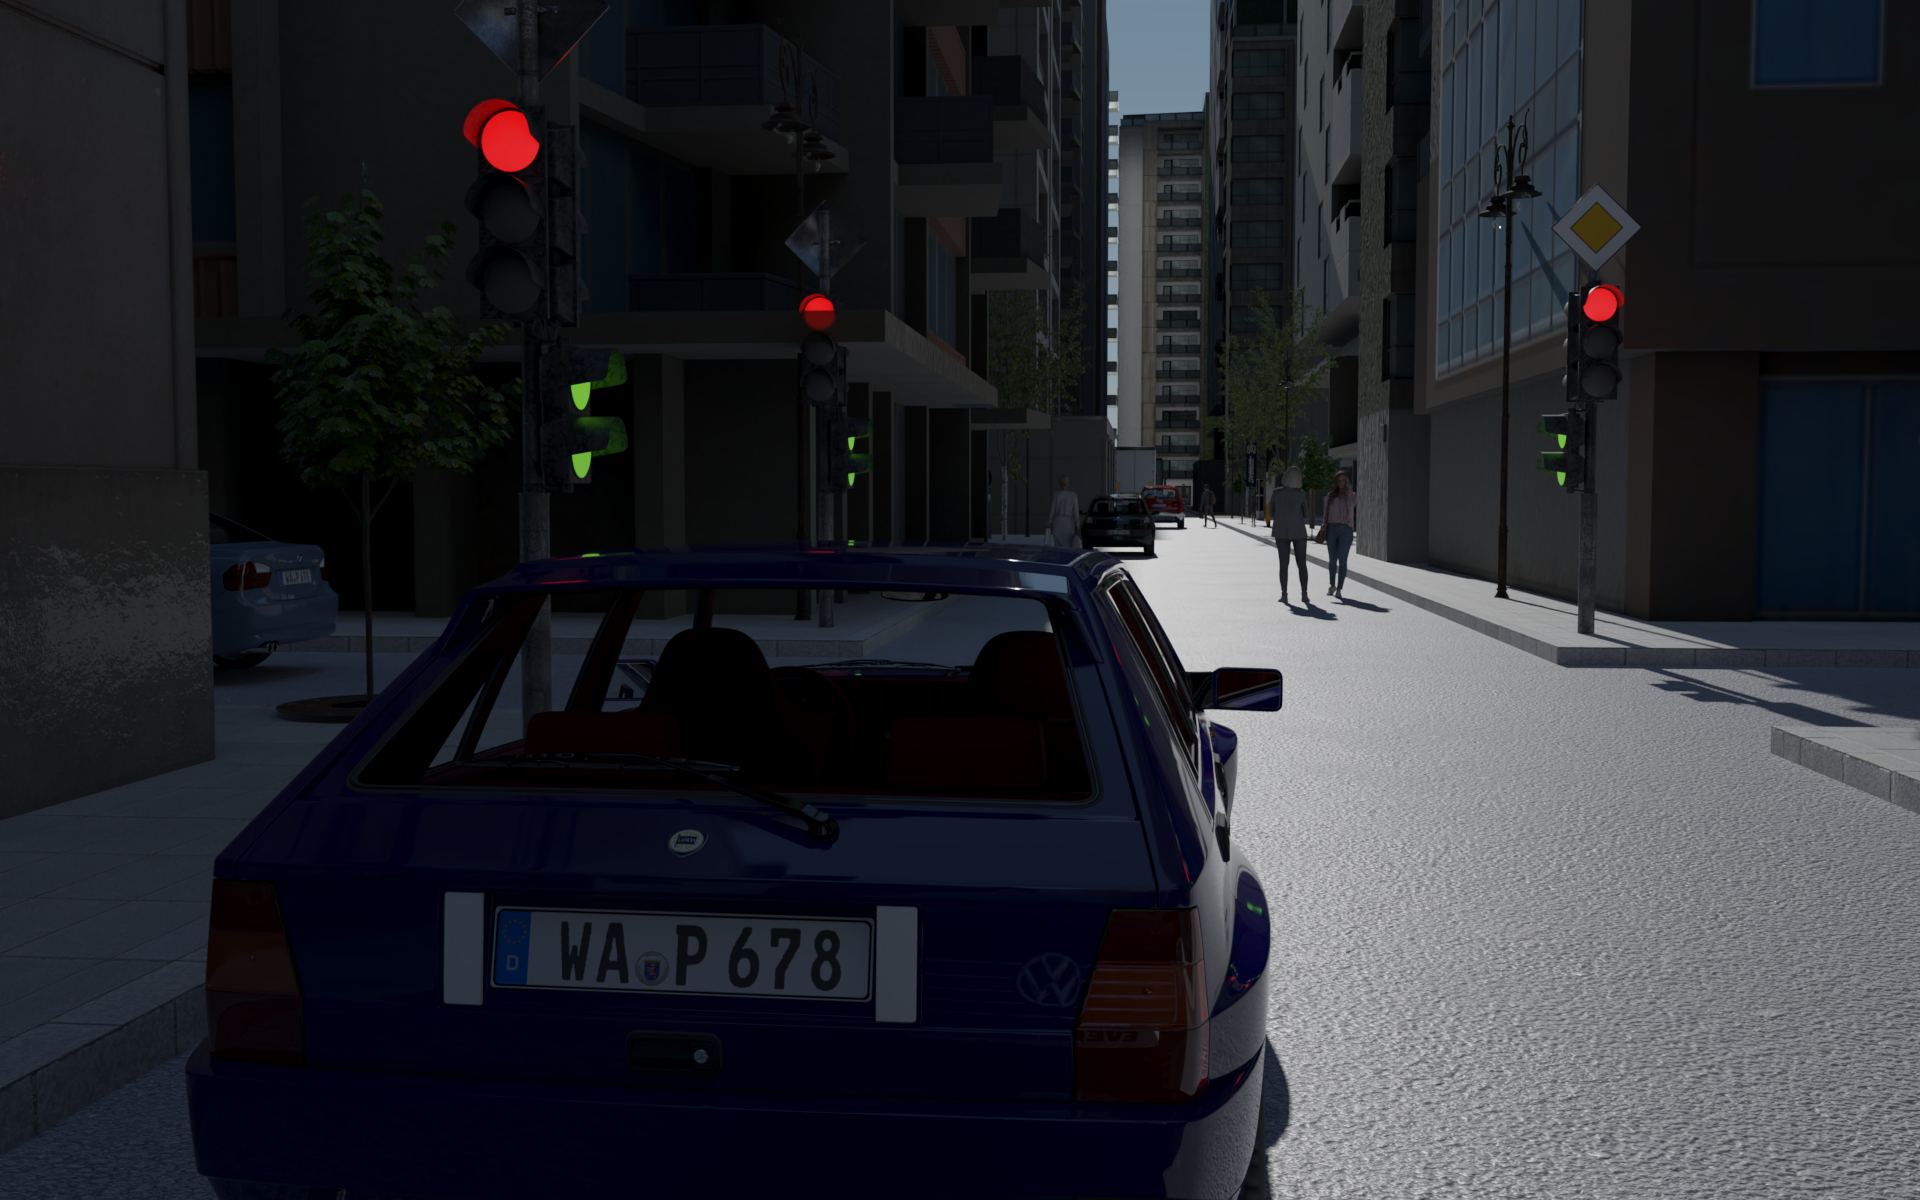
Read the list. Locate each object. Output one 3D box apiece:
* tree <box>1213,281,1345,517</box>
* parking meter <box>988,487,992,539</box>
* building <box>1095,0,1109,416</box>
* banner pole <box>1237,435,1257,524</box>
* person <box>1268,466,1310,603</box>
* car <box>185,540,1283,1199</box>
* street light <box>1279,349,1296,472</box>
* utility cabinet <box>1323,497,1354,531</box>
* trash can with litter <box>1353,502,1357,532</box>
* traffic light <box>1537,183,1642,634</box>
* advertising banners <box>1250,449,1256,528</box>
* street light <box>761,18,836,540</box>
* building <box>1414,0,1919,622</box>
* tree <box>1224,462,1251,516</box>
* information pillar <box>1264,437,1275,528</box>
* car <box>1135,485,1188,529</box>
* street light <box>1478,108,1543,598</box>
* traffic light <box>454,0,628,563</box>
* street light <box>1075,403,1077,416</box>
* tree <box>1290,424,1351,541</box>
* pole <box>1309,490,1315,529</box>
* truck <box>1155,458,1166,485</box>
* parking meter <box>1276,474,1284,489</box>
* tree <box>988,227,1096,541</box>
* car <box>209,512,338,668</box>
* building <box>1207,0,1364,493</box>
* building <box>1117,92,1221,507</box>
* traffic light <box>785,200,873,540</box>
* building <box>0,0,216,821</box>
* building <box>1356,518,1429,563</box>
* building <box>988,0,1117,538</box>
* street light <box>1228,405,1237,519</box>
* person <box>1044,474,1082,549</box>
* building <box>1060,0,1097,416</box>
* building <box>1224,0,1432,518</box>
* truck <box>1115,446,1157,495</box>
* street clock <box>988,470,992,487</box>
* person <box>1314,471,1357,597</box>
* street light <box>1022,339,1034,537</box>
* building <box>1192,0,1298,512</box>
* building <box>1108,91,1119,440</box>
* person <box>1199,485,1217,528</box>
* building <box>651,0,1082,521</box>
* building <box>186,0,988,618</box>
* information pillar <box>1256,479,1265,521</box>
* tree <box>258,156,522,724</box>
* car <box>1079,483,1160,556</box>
[{"bbox_3d":[10.929,-6.670,59.419,4.737,8.622,4.395,0,3,0],"label":"tree"},{"bbox_3d":[0.715,-2.514,49.510,0.372,1.533,0.369,0,3,0],"label":"parking meter"},{"bbox_3d":[6.455,-31.207,160.341,14.200,45.320,14.600,0,4,6],"label":"building"},{"bbox_3d":[12.221,-5.111,73.581,0.863,3.779,0.401,2,4,31],"label":"banner pole"},{"bbox_3d":[4.371,-0.876,23.013,0.537,1.800,0.526,2,4,24],"label":"person"},{"bbox_3d":[-0.157,0.504,4.333,1.945,1.354,3.894,0,4,8],"label":"car"},{"bbox_3d":[10.476,-5.062,55.552,0.468,5.910,1.993,0,4,6],"label":"street light"},{"bbox_3d":[11.589,-2.561,53.038,1.020,1.237,0.306,-2,4,-33],"label":"utility cabinet"},{"bbox_3d":[13.072,-2.820,57.495,1.055,1.170,0.624,-1,4,-9],"label":"trash can with litter"},{"bbox_3d":[5.751,-1.647,15.851,0.839,4.253,0.868,0,4,6],"label":"traffic light"},{"bbox_3d":[11.328,-4.331,66.992,0.090,3.025,2.074,0,4,4],"label":"advertising banners"},{"bbox_3d":[-1.606,-2.733,17.480,0.468,5.910,1.993,0,4,6],"label":"street light"},{"bbox_3d":[14.290,-22.736,21.844,14.200,45.320,14.600,0,4,6],"label":"building"},{"bbox_3d":[16.746,-6.662,103.530,1.663,3.219,1.824,0,3,0],"label":"tree"},{"bbox_3d":[11.831,-4.570,66.067,0.183,3.616,0.504,3,5,44],"label":"information pillar"},{"bbox_3d":[8.543,-3.978,73.712,2.281,1.827,5.304,0,4,8],"label":"car"},{"bbox_3d":[6.715,-2.966,21.288,0.468,5.910,1.993,0,4,6],"label":"street light"},{"bbox_3d":[-2.120,-1.206,8.642,0.839,4.253,0.868,0,4,6],"label":"traffic light"},{"bbox_3d":[5.755,-6.934,86.156,0.468,5.910,1.993,0,4,6],"label":"street light"},{"bbox_3d":[9.664,-3.241,47.586,1.663,3.219,1.824,0,3,0],"label":"tree"},{"bbox_3d":[13.061,-4.300,64.142,0.158,3.312,0.155,0,3,0],"label":"pole"},{"bbox_3d":[14.984,-9.146,138.445,2.839,4.237,11.283,0,4,8],"label":"truck"},{"bbox_3d":[9.307,-2.713,50.061,0.255,1.863,0.399,-1,4,-14],"label":"parking meter"},{"bbox_3d":[1.460,-5.932,47.347,4.737,8.622,4.395,0,3,0],"label":"tree"},{"bbox_3d":[-7.283,-0.102,13.669,4.499,1.417,2.014,0,4,5],"label":"car"},{"bbox_3d":[35.445,-34.277,149.675,28.713,52.752,27.495,0,4,6],"label":"building"},{"bbox_3d":[23.398,-30.362,180.013,14.086,41.232,14.154,0,4,6],"label":"building"},{"bbox_3d":[-1.272,-1.692,16.582,0.839,4.253,0.868,0,4,6],"label":"traffic light"},{"bbox_3d":[-18.523,-10.317,1.974,30.059,22.955,16.112,0,4,6],"label":"building"},{"bbox_3d":[15.715,-16.265,37.642,14.160,30.474,14.107,0,4,6],"label":"building"},{"bbox_3d":[-4.459,-38.240,63.484,20.563,71.187,20.611,0,4,6],"label":"building"},{"bbox_3d":[14.142,-7.159,89.841,0.468,5.910,1.993,0,4,6],"label":"street light"},{"bbox_3d":[1.799,-1.327,30.551,0.694,1.780,0.624,1,4,10],"label":"person"},{"bbox_3d":[2.831,-27.174,127.895,14.154,41.232,14.086,0,4,6],"label":"building"},{"bbox_3d":[23.936,-20.692,110.011,14.160,30.474,14.107,0,4,6],"label":"building"},{"bbox_3d":[10.857,-7.264,107.681,2.839,4.237,11.283,0,4,6],"label":"truck"},{"bbox_3d":[0.775,-2.941,52.657,0.358,2.002,0.471,2,4,25],"label":"street clock"},{"bbox_3d":[5.286,-0.926,24.235,0.593,1.750,0.643,2,4,30],"label":"person"},{"bbox_3d":[2.022,-4.823,51.648,0.468,5.910,1.993,0,4,6],"label":"street light"},{"bbox_3d":[27.745,-42.051,125.788,20.563,71.187,20.611,0,4,6],"label":"building"},{"bbox_3d":[1.733,-34.680,186.625,30.456,49.044,23.786,0,4,6],"label":"building"},{"bbox_3d":[10.654,-4.029,74.334,0.622,1.834,0.822,-1,4,-23],"label":"person"},{"bbox_3d":[-3.929,-27.632,106.404,22.147,44.769,28.867,0,4,6],"label":"building"},{"bbox_3d":[-9.809,-22.986,30.440,22.147,44.769,28.867,0,4,6],"label":"building"},{"bbox_3d":[14.558,-4.862,83.982,0.304,2.012,0.304,-1,4,-16],"label":"information pillar"},{"bbox_3d":[-3.451,-0.939,9.957,1.663,3.219,1.824,0,3,0],"label":"tree"},{"bbox_3d":[3.800,-1.943,41.556,2.009,1.686,4.222,0,4,5],"label":"car"}]
